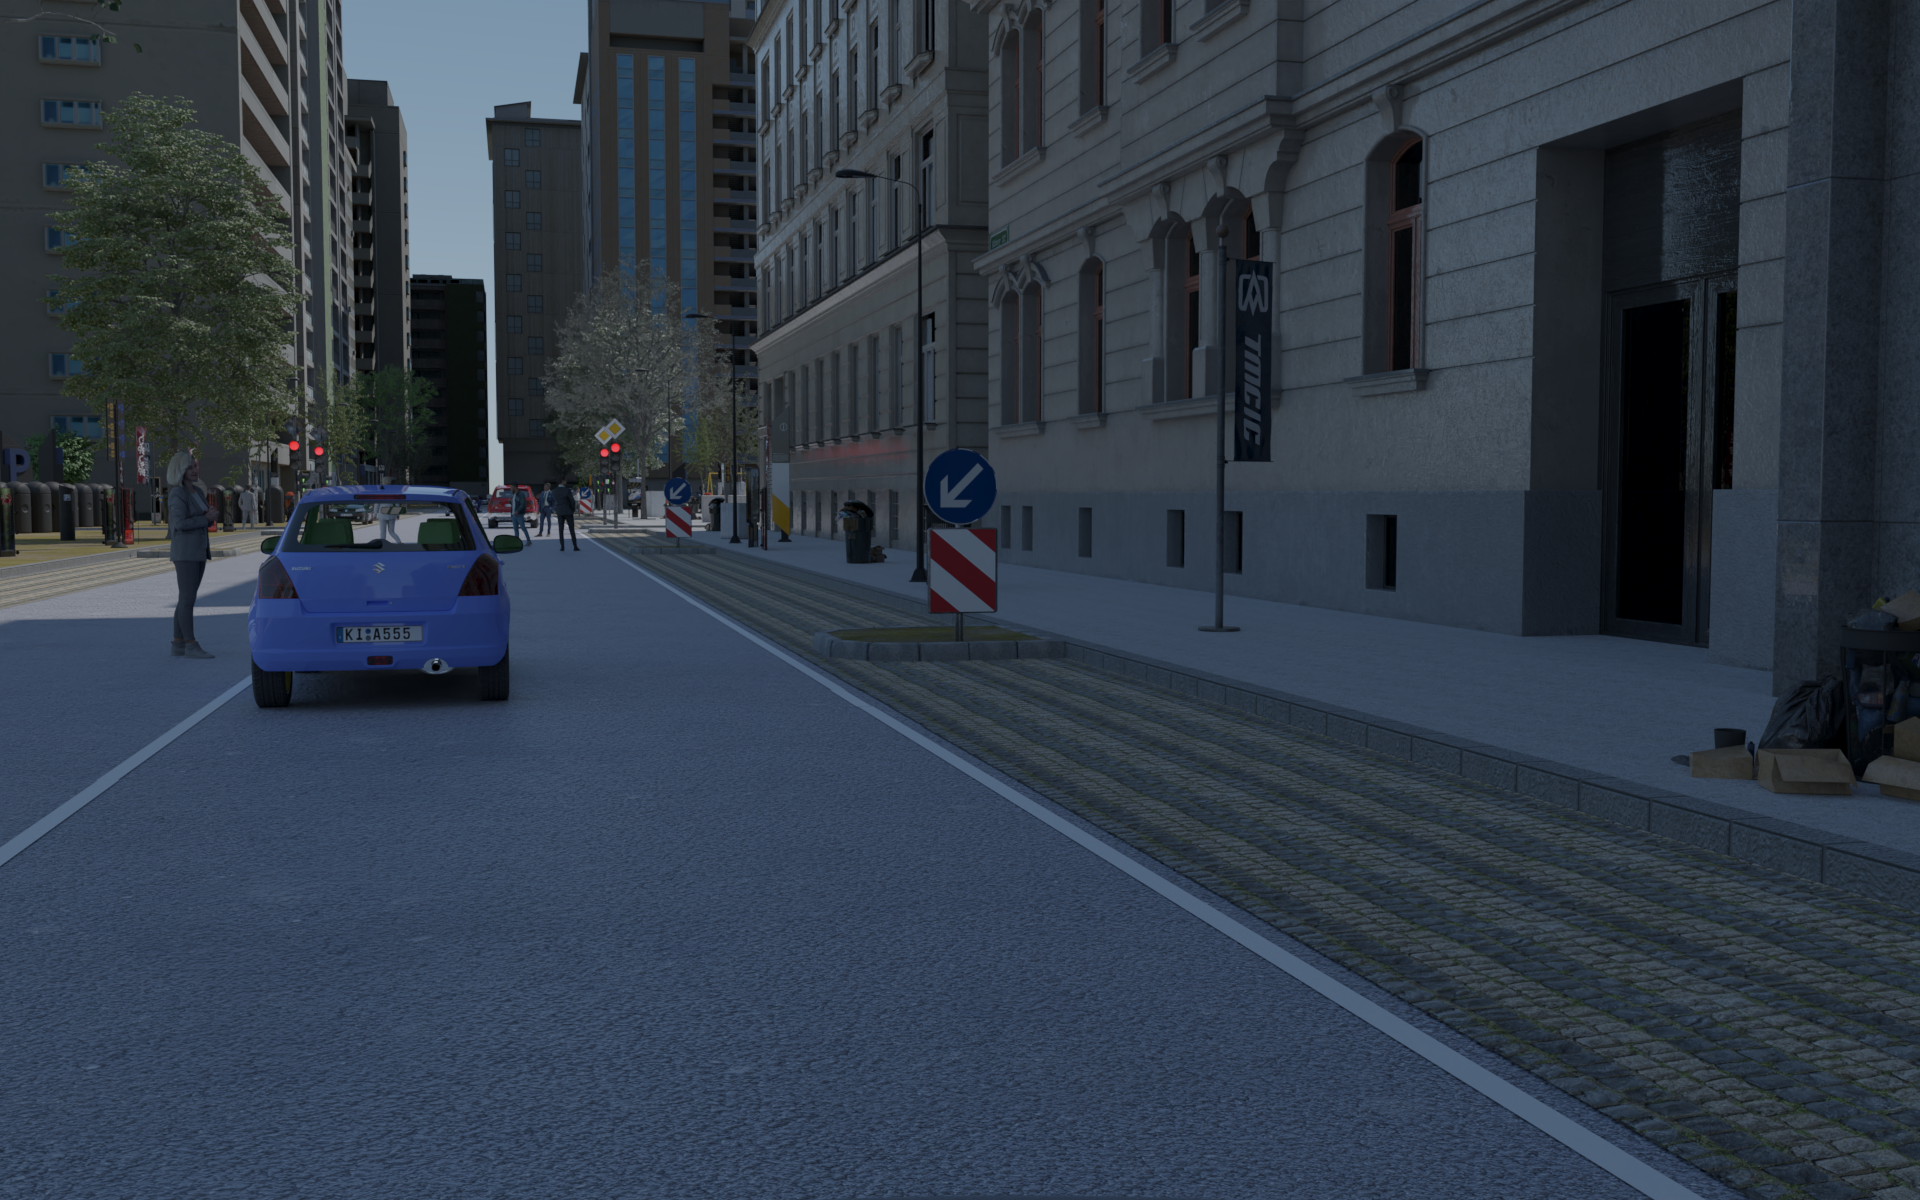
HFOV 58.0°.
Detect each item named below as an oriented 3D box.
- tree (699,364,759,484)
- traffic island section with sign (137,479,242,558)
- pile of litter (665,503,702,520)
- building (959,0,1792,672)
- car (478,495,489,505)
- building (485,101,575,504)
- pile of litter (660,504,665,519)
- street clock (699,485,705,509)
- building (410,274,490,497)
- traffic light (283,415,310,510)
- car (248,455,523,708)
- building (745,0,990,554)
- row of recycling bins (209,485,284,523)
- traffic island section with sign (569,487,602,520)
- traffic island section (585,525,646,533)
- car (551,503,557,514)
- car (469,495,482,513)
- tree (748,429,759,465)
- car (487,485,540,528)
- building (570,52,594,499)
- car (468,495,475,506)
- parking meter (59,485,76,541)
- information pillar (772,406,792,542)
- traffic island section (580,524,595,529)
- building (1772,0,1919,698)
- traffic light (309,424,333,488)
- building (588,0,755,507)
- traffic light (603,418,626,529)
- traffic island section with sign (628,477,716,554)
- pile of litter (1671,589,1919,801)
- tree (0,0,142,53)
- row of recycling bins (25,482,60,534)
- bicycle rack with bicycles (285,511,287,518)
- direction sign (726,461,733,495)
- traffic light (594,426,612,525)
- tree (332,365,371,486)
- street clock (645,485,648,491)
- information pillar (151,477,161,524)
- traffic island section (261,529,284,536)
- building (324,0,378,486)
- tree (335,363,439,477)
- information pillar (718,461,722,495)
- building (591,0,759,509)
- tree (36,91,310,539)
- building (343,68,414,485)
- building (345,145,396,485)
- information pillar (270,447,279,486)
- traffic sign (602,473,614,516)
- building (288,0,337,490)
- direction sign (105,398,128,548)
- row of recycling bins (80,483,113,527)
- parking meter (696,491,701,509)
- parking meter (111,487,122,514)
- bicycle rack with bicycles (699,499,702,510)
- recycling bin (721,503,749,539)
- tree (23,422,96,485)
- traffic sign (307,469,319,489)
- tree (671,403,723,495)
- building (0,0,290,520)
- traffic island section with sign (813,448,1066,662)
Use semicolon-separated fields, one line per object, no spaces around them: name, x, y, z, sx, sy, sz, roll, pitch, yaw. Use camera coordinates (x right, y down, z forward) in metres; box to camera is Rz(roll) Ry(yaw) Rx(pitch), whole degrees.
tree;-12.730;-9.015;97.761;4.360;8.622;3.978;0;3;0
traffic island section with sign;-17.605;-1.899;39.673;1.989;1.847;2.006;-1;4;-14
pile of litter;-13.534;-4.421;86.242;1.719;0.858;1.176;3;4;36
building;9.207;-14.440;23.481;14.401;28.519;23.554;-1;4;-14
car;-54.615;-11.398;198.929;1.945;1.354;3.894;-1;4;-13
building;-51.570;-39.954;242.485;27.495;52.752;28.713;-1;4;-14
pile of litter;-14.981;-4.658;90.122;1.176;0.858;1.719;-2;4;-28
street clock;-21.419;-8.523;143.928;0.358;2.002;0.471;2;4;32
building;-70.227;-28.090;230.977;14.107;30.474;14.160;-1;4;-14
traffic light;-23.461;-4.422;61.221;0.839;4.253;0.868;-1;4;-14
car;-4.286;-0.213;13.075;1.945;1.707;3.694;-1;4;-16
building;3.236;-13.270;50.248;16.112;22.955;30.059;-1;4;-14
row of recycling bins;-31.572;-4.246;76.540;3.534;1.692;1.069;0;4;8
traffic island section with sign;-20.872;-5.334;95.838;1.989;1.847;2.006;-1;4;-14
traffic island section;-12.709;-2.558;64.105;2.009;0.180;2.903;-1;4;-14
car;-29.100;-6.980;126.708;1.945;1.354;3.894;-1;4;-15
car;-37.746;-7.382;133.277;1.945;1.354;3.894;-1;4;-13
tree;-14.759;-11.587;139.814;4.737;8.622;4.395;0;3;0
car;-19.064;-3.994;73.979;2.281;1.827;5.304;-1;4;-13
building;-30.776;-37.773;206.825;28.713;52.752;27.495;-1;4;-14
car;-32.516;-6.147;112.508;2.014;1.417;4.499;-1;4;-15
parking meter;-24.567;-2.400;47.651;0.372;1.533;0.369;0;3;0
information pillar;-4.766;-3.357;46.247;0.504;3.616;0.183;0;4;8
traffic island section;-14.698;-3.031;71.840;2.009;0.180;2.903;-1;4;-14
building;13.431;-11.258;2.095;12.078;24.808;19.932;-1;4;-14
traffic light;-25.450;-4.895;68.956;0.839;4.253;0.868;-1;4;-14
building;-27.167;-38.869;177.509;21.231;58.520;28.212;-1;4;-14
traffic light;-12.751;-4.591;63.981;0.839;4.253;0.868;-1;4;-14
traffic island section with sign;-6.984;-2.030;41.821;1.989;1.847;2.006;-1;4;-14
pile of litter;4.000;0.392;7.556;1.176;0.858;1.719;-2;4;-24
tree;-17.397;-10.338;24.912;12.611;20.169;13.585;0;3;0
row of recycling bins;-30.606;-3.033;56.710;1.069;1.692;3.534;1;4;10
bicycle rack with bicycles;-33.960;-4.313;83.893;2.925;0.926;2.852;0;4;8
direction sign;-15.460;-7.635;116.832;0.876;3.537;0.379;2;4;33
traffic light;-14.739;-5.064;71.715;0.839;4.253;0.868;-1;4;-14
tree;-34.988;-8.981;97.210;4.737;8.622;4.395;0;3;0
street clock;-25.980;-8.470;143.047;0.358;2.002;0.471;2;4;31
information pillar;-35.052;-4.343;75.494;0.304;2.012;0.304;-3;5;-44
traffic island section;-23.502;-2.389;61.346;2.009;0.180;2.903;-1;4;-14
building;-61.209;-43.354;147.094;20.563;71.187;20.611;-1;4;-14
tree;-45.118;-12.871;136.188;9.928;11.665;9.643;0;3;0
information pillar;-17.216;-8.123;124.170;0.183;3.616;0.504;-2;4;-31
building;-25.536;-30.916;155.594;14.600;45.320;14.200;-1;4;-14
tree;-22.565;-8.062;49.938;7.486;12.596;7.792;0;3;0
building;-74.581;-35.148;198.375;21.600;48.544;21.300;-1;4;-14
building;-72.610;-29.182;169.001;32.217;40.220;23.993;-1;4;-14
information pillar;-34.418;-5.852;87.035;0.504;3.616;0.183;2;4;30
traffic sign;-20.695;-6.250;102.188;0.884;2.594;0.081;-1;4;-12
building;-51.129;-26.589;118.325;14.154;41.232;14.086;-1;4;-14
direction sign;-20.057;-3.010;41.205;0.379;3.537;0.876;0;4;-1
row of recycling bins;-34.067;-3.694;67.517;1.069;1.692;3.534;0;4;2
parking meter;-22.313;-8.529;147.853;0.372;1.533;0.369;0;3;0
parking meter;-28.293;-3.040;58.117;0.372;1.533;0.369;0;3;0
bicycle rack with bicycles;-20.658;-7.809;141.063;2.852;0.926;2.925;0;4;-3
recycling bin;-6.339;-2.256;49.439;0.722;1.027;0.722;3;4;37
tree;-41.241;-5.852;79.387;4.285;4.588;4.351;0;3;0
traffic sign;-31.496;-5.182;84.729;0.884;2.594;0.081;-1;4;-8
tree;-20.245;-11.328;135.574;4.737;8.622;4.395;0;3;0
building;-48.262;-28.655;92.206;21.300;48.544;21.600;-1;4;-14
traffic island section with sign;-0.283;-0.433;15.709;1.989;1.847;2.006;-1;4;-14
